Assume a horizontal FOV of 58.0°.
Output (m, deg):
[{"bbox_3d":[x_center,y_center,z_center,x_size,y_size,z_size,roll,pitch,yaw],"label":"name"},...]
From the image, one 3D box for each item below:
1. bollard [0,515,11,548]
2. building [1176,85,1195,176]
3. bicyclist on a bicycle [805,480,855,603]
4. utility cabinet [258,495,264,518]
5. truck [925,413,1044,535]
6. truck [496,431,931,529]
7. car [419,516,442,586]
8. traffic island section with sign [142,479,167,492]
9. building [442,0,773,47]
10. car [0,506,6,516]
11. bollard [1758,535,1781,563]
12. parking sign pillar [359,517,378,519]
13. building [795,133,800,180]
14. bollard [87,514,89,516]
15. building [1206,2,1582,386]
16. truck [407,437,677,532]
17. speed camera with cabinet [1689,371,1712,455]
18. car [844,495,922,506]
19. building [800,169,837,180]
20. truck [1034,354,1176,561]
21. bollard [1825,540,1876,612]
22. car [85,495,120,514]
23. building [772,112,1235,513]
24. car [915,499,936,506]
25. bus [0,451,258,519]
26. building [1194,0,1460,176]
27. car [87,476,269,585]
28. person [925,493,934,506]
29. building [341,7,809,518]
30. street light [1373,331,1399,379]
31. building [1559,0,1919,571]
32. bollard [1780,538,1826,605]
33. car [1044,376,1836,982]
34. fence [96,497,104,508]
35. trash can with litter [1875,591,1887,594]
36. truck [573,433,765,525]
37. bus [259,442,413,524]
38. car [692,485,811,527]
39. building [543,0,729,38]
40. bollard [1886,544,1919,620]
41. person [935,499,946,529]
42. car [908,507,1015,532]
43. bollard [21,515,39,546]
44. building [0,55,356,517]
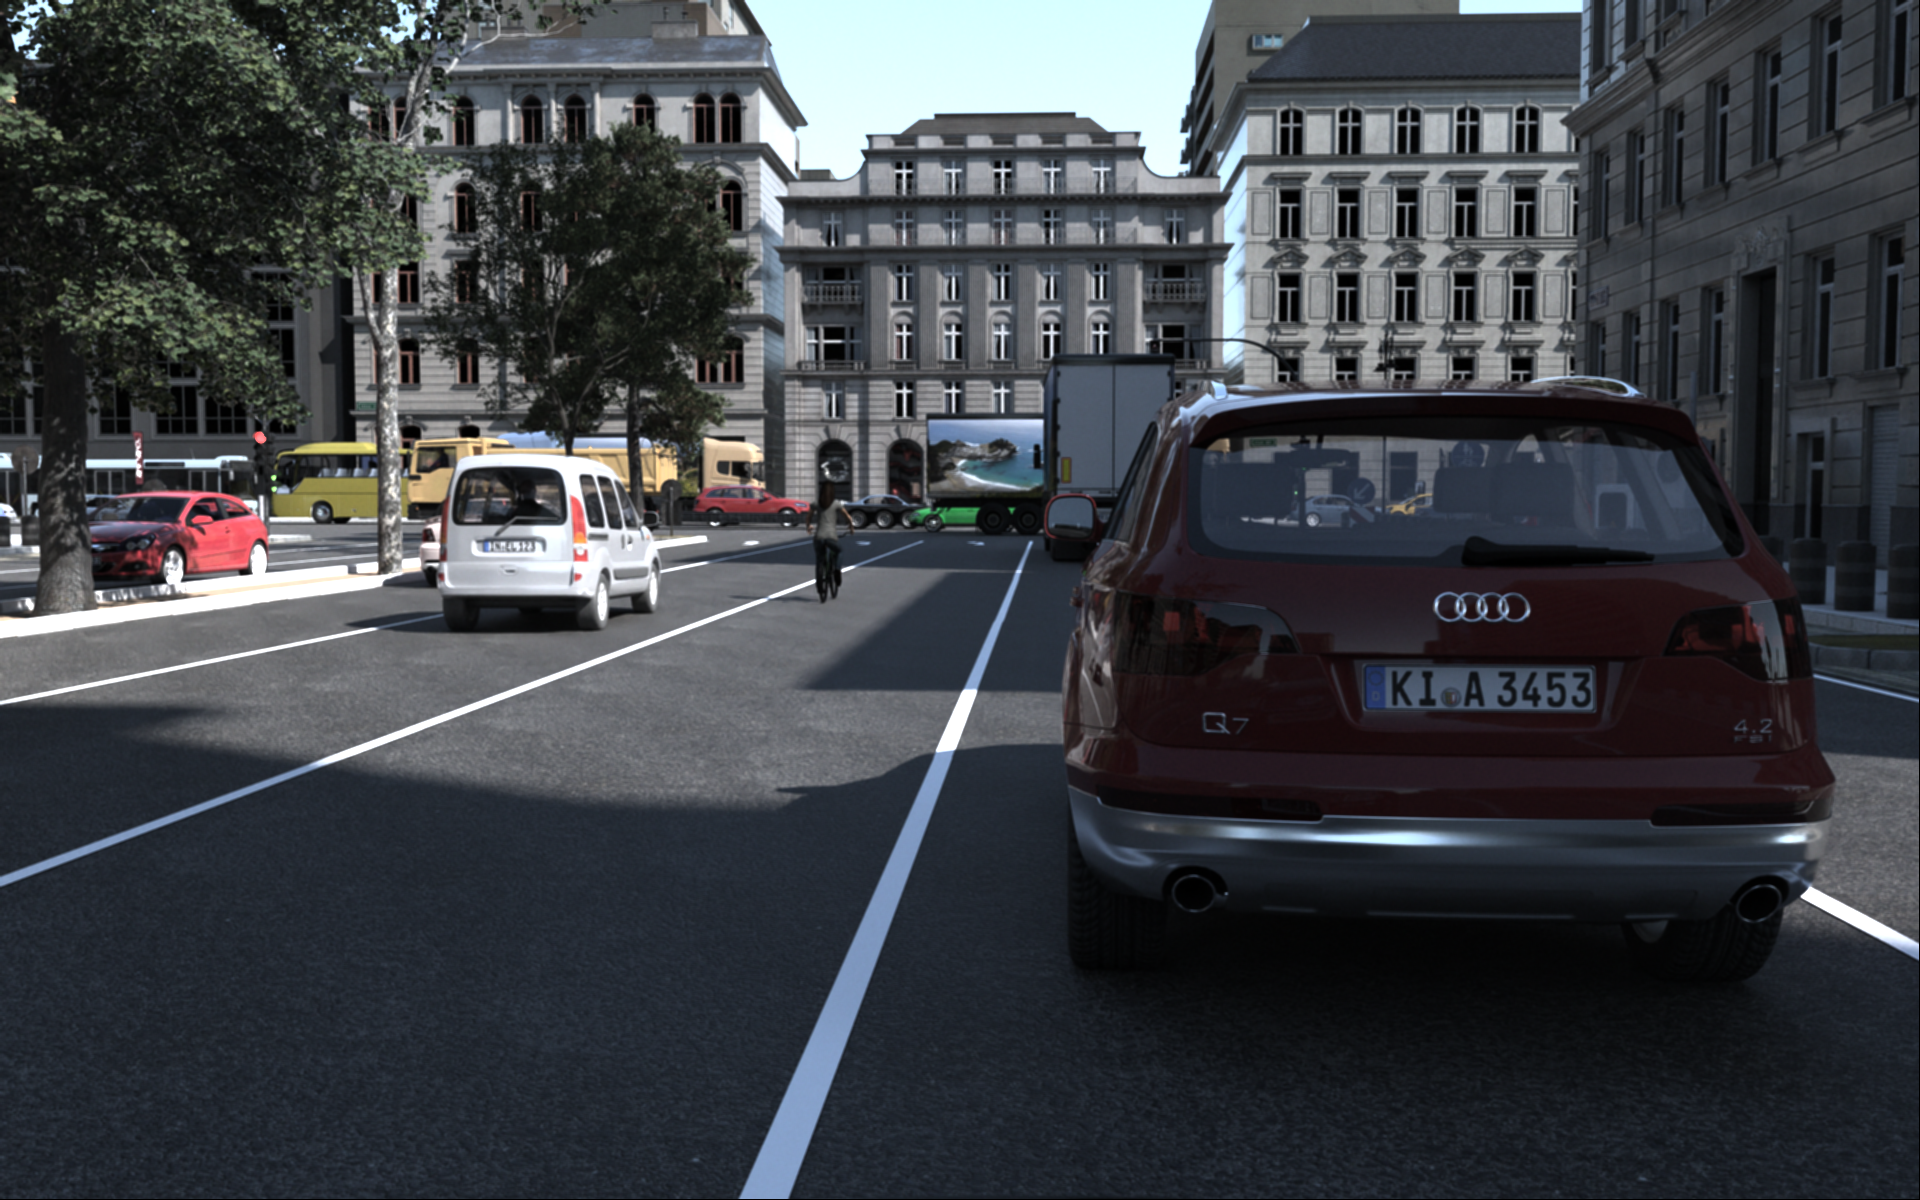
[{"bbox_3d":[-23.017,-1.642,41.563,0.404,0.777,0.398,0,3,0],"label":"bollard"},{"bbox_3d":[35.369,-34.738,187.568,23.786,49.044,30.456,0,4,3],"label":"building"},{"bbox_3d":[-1.765,-0.807,23.210,1.499,1.676,1.625,0,4,4],"label":"bicyclist on a bicycle"},{"bbox_3d":[-37.065,-4.943,91.975,0.306,1.237,1.020,-2,4,-26],"label":"utility cabinet"},{"bbox_3d":[4.505,-4.401,60.866,11.283,4.237,2.839,0,4,4],"label":"truck"},{"bbox_3d":[-10.526,-4.975,71.095,18.799,4.110,2.967,0,4,3],"label":"truck"},{"bbox_3d":[-7.370,-0.985,28.468,2.083,1.381,4.827,0,4,1],"label":"car"},{"bbox_3d":[-21.038,-2.202,44.636,1.989,1.847,2.006,0,4,3],"label":"traffic island section with sign"},{"bbox_3d":[-35.203,-36.018,178.139,28.713,52.752,27.495,0,4,3],"label":"building"},{"bbox_3d":[-33.995,-2.957,57.935,3.694,1.707,1.945,0,4,3],"label":"car"},{"bbox_3d":[9.988,-0.414,21.485,0.404,0.777,0.398,0,3,0],"label":"bollard"},{"bbox_3d":[-30.323,-6.173,89.398,1.447,3.967,1.447,-3,4,-36],"label":"parking sign pillar"},{"bbox_3d":[-26.449,-33.678,200.745,14.200,45.320,14.600,0,4,3],"label":"building"},{"bbox_3d":[-22.831,-1.862,45.163,0.404,0.777,0.398,0,3,0],"label":"bollard"},{"bbox_3d":[36.707,-19.613,97.084,44.131,29.872,17.030,0,4,3],"label":"building"},{"bbox_3d":[-14.870,-3.915,59.927,9.791,3.379,3.469,0,4,4],"label":"truck"},{"bbox_3d":[11.396,-2.093,28.551,0.660,3.252,2.038,-1,4,-21],"label":"speed camera with cabinet"},{"bbox_3d":[-3.020,-4.016,77.658,4.499,1.417,2.014,0,4,2],"label":"car"},{"bbox_3d":[-20.298,-38.943,260.427,21.600,48.544,21.300,0,4,3],"label":"building"},{"bbox_3d":[3.208,-3.139,40.235,2.839,4.237,11.283,0,4,1],"label":"truck"},{"bbox_3d":[9.860,-0.267,19.079,0.404,0.777,0.398,0,3,0],"label":"bollard"},{"bbox_3d":[-30.942,-3.163,63.721,4.499,1.417,2.014,0,4,3],"label":"car"},{"bbox_3d":[2.535,-15.591,96.712,24.055,21.916,13.314,0,4,3],"label":"building"},{"bbox_3d":[-0.856,-4.333,80.636,4.222,1.686,2.009,0,4,2],"label":"car"},{"bbox_3d":[-37.960,-5.121,78.581,13.247,3.499,2.948,0,4,5],"label":"bus"},{"bbox_3d":[33.364,-32.903,161.673,21.300,48.544,21.600,0,4,3],"label":"building"},{"bbox_3d":[-12.378,-1.087,26.806,2.155,1.783,4.494,0,4,3],"label":"car"},{"bbox_3d":[-1.290,-4.107,75.825,0.728,1.800,0.709,3,4,38],"label":"person"},{"bbox_3d":[-21.212,-19.012,98.229,23.554,28.519,14.401,0,4,3],"label":"building"},{"bbox_3d":[12.055,-4.671,49.160,0.468,5.910,1.993,0,4,3],"label":"street light"},{"bbox_3d":[21.247,-14.424,33.091,12.463,27.353,25.104,0,4,3],"label":"building"},{"bbox_3d":[9.925,-0.341,20.285,0.404,0.777,0.398,0,3,0],"label":"bollard"},{"bbox_3d":[1.447,0.121,6.692,2.281,1.827,5.304,0,4,4],"label":"car"},{"bbox_3d":[-65.064,-7.441,132.867,0.480,1.192,2.264,1,4,18],"label":"fence"},{"bbox_3d":[12.464,-0.657,21.799,2.233,1.210,1.678,1,4,15],"label":"trash can with litter"},{"bbox_3d":[-14.068,-5.592,80.340,11.283,4.237,2.839,0,4,4],"label":"truck"},{"bbox_3d":[-26.888,-5.587,82.896,12.252,3.916,2.896,0,4,2],"label":"bus"},{"bbox_3d":[-9.073,-4.107,75.816,5.304,1.827,2.281,0,4,2],"label":"car"},{"bbox_3d":[-28.196,-30.996,156.892,14.600,45.320,14.200,0,4,3],"label":"building"},{"bbox_3d":[9.799,-0.193,17.879,0.404,0.777,0.398,0,3,0],"label":"bollard"},{"bbox_3d":[-0.798,-3.676,70.871,0.482,1.546,0.388,0,4,-3],"label":"person"},{"bbox_3d":[0.405,-3.472,65.564,4.718,1.807,1.959,0,4,3],"label":"car"},{"bbox_3d":[-22.959,-1.715,42.763,0.404,0.777,0.398,0,3,0],"label":"bollard"},{"bbox_3d":[-45.151,-18.733,99.790,24.014,27.812,14.314,0,4,3],"label":"building"}]
